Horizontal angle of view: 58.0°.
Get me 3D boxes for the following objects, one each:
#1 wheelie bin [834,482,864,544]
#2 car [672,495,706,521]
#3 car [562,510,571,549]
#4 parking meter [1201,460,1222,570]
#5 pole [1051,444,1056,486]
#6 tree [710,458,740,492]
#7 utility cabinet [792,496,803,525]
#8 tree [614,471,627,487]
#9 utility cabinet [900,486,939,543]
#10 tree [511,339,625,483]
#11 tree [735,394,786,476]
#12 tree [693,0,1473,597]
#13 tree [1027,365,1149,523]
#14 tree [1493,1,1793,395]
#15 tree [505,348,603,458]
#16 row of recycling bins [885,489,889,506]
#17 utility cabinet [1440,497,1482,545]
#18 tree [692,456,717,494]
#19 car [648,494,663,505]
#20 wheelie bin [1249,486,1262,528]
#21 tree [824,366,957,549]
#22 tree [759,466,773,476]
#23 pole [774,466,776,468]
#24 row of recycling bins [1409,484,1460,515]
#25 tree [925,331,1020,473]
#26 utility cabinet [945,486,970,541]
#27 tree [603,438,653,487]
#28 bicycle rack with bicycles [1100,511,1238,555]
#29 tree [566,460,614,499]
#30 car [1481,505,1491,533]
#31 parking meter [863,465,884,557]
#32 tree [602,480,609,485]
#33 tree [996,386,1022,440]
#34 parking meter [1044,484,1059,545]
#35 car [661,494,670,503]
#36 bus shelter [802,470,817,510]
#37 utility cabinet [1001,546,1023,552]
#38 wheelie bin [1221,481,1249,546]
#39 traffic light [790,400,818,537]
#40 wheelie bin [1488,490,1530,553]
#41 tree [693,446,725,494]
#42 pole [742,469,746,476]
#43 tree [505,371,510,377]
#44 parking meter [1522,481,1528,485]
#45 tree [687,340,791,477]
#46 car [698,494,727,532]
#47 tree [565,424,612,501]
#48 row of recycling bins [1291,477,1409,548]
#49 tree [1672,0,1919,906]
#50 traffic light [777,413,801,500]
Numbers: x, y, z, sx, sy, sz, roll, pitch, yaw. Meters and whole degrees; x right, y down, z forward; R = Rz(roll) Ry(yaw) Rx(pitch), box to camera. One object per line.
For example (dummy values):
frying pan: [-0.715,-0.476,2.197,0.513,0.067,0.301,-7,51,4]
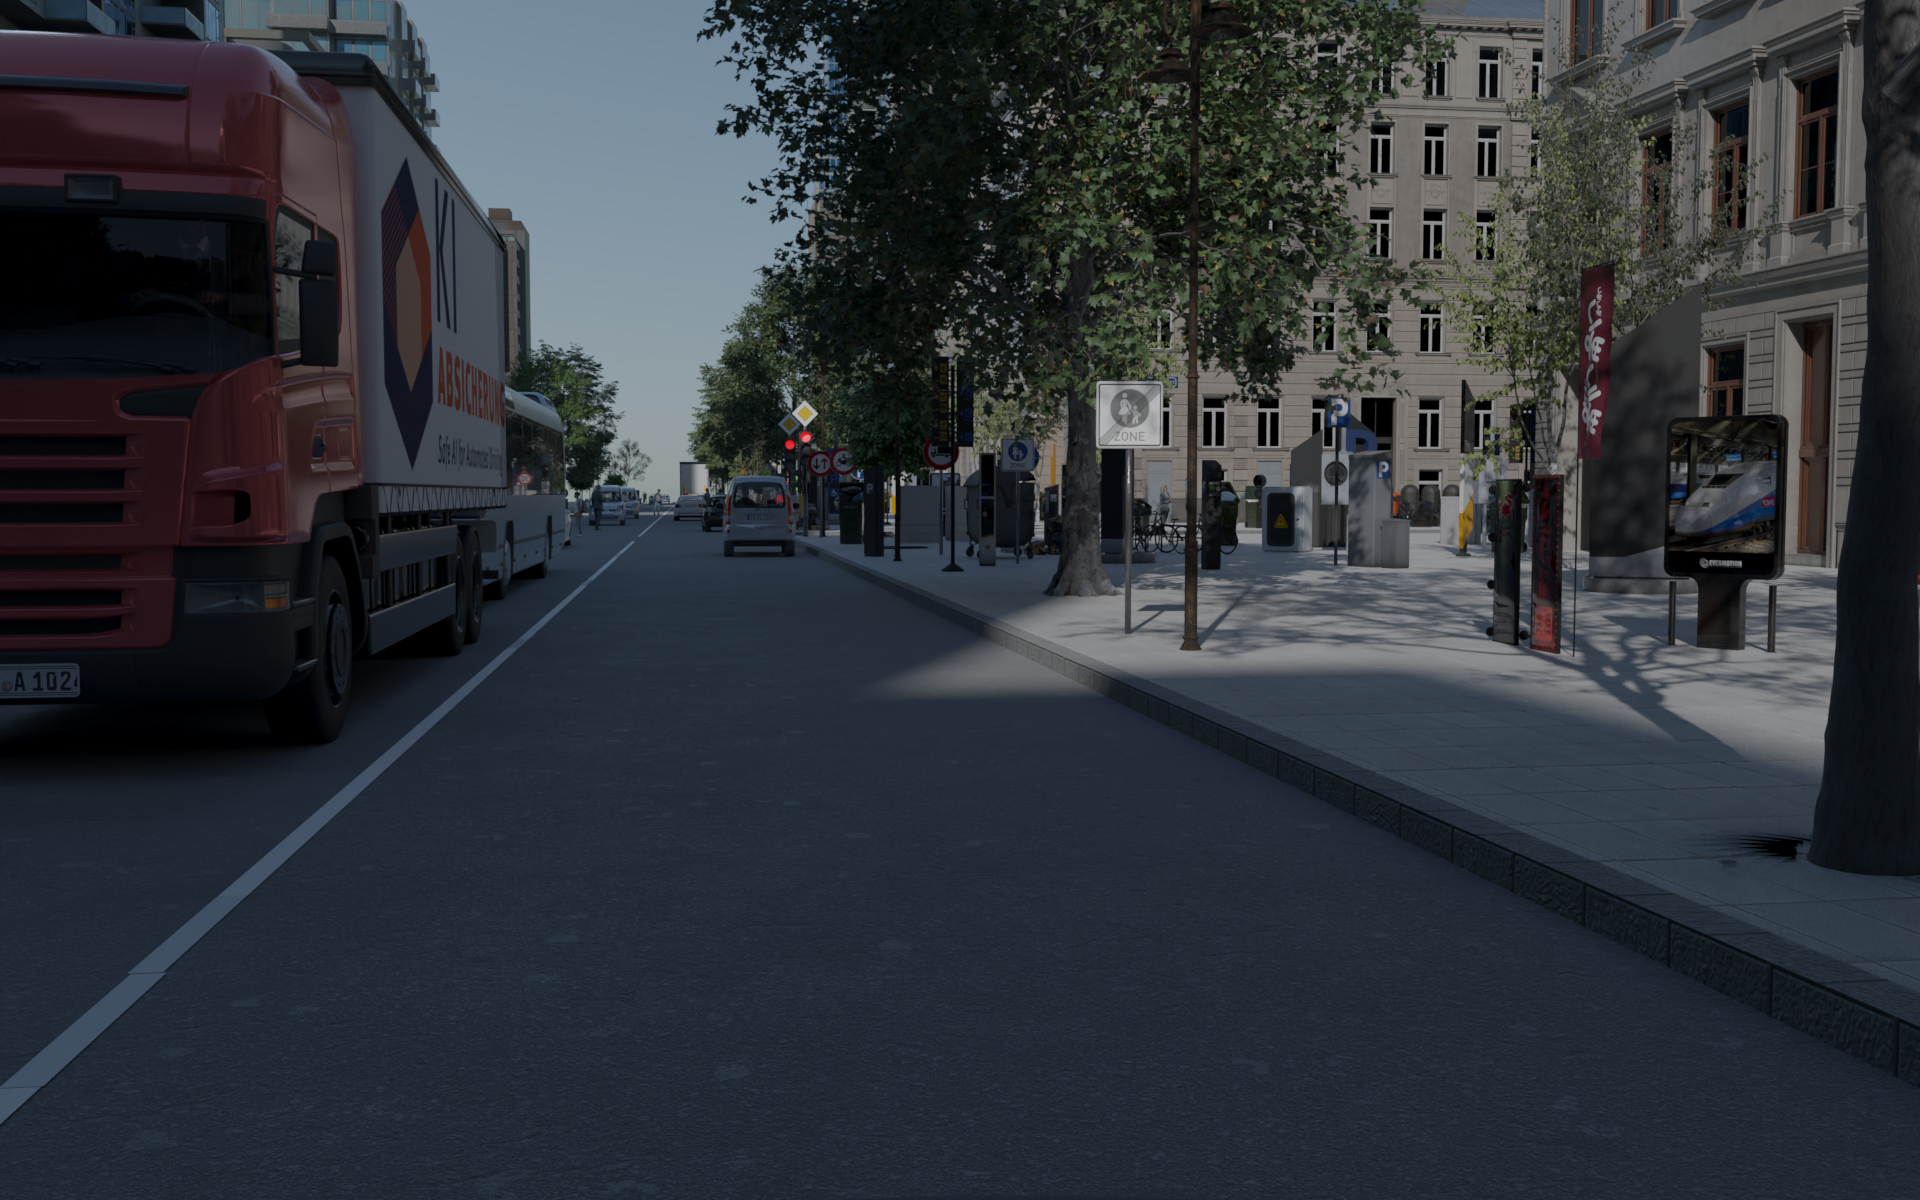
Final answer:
wheelie bin: [-2.755,-2.237,44.482,0.980,1.594,0.693,0,4,2]
car: [-14.576,-4.992,93.980,2.083,1.381,4.827,0,4,-8]
car: [-11.553,-2.108,46.824,2.083,1.381,4.827,-1,4,-9]
parking meter: [4.279,-1.454,29.484,0.255,1.863,0.399,-1,4,-9]
pole: [3.805,-4.702,70.728,0.158,3.312,0.155,0,3,0]
tree: [-36.132,-18.748,256.894,4.737,8.622,4.395,0,3,0]
utility cabinet: [-7.012,-3.724,72.056,1.020,1.237,0.306,-2,4,-35]
tree: [-48.675,-15.927,244.125,4.285,4.588,4.351,0,3,0]
utility cabinet: [-1.056,-2.227,45.092,1.173,1.500,0.318,-1,4,-13]
tree: [-32.950,-14.494,143.626,9.857,13.997,8.962,0,3,0]
tree: [-12.372,-9.478,105.320,4.360,8.622,3.978,0,3,0]
tree: [1.490,-6.412,21.851,9.611,12.733,9.660,0,3,0]
tree: [5.123,-6.952,64.022,4.360,8.622,3.978,0,3,0]
tree: [9.897,-4.642,26.262,4.360,8.622,3.978,0,3,0]
tree: [-29.734,-12.151,124.430,9.928,11.665,9.643,0,3,0]
row of recycling bins: [-3.994,-6.873,119.491,3.534,1.692,1.069,1,4,13]
utility cabinet: [12.860,-2.037,44.460,0.306,1.237,1.020,-3,5,-44]
tree: [-39.484,-21.730,281.047,9.928,11.665,9.643,0,3,0]
car: [-40.966,-13.507,232.848,2.014,1.417,4.499,-1,4,-9]
wheelie bin: [11.141,-3.542,65.827,0.980,1.594,0.693,1,4,14]
tree: [-1.544,-3.499,40.916,4.285,4.588,4.351,0,3,0]
tree: [-12.234,-7.100,110.681,1.663,3.219,1.824,0,3,0]
pole: [-13.189,-7.953,123.872,0.158,3.312,0.155,0,3,0]
row of recycling bins: [20.411,-4.048,73.297,3.534,1.692,1.069,2,4,26]
tree: [0.863,-7.439,71.997,4.737,8.622,4.395,0,3,0]
utility cabinet: [0.147,-2.360,47.263,1.173,1.500,0.318,-3,4,-37]
tree: [-54.562,-21.289,282.485,8.767,10.594,7.601,-2,4,-24]
bicycle rack with bicycles: [4.172,-1.456,37.188,2.852,0.926,2.925,-2,4,-30]
tree: [-36.608,-11.215,167.075,4.285,4.588,4.351,0,3,0]
car: [19.247,-2.925,59.616,4.920,1.459,2.131,0,4,-7]
parking meter: [-1.771,-1.822,35.504,0.399,1.863,0.255,3,5,41]
tree: [-47.043,-14.363,229.429,1.663,3.219,1.824,0,3,0]
tree: [3.398,-7.773,77.451,4.360,8.622,3.978,0,3,0]
parking meter: [2.286,-2.136,43.340,0.372,1.533,0.369,0,3,0]
car: [-47.268,-16.201,276.892,2.014,1.417,4.499,-1,4,-11]
bus shelter: [-7.819,-6.249,93.460,1.731,3.624,6.357,-1,4,-9]
utility cabinet: [1.146,-1.822,38.463,0.318,1.500,1.173,1,4,12]
wheelie bin: [6.506,-2.144,42.968,0.693,1.594,0.980,-2,4,-32]
traffic light: [-4.668,-3.860,52.035,0.839,4.253,0.868,-1,4,-9]
wheelie bin: [11.953,-1.832,37.853,0.980,1.594,0.693,-2,4,-32]
tree: [-27.434,-16.380,202.219,8.767,10.594,7.601,0,4,6]
pole: [-13.538,-7.017,108.572,0.158,3.312,0.155,0,3,0]
tree: [-24.931,-8.439,88.340,4.737,8.622,4.395,0,3,0]
parking meter: [24.771,-4.306,76.118,0.255,1.863,0.399,0,4,0]
tree: [-16.202,-12.800,127.408,7.486,12.596,7.792,0,3,0]
car: [-9.056,-3.489,66.830,2.009,1.686,4.222,-1,4,-10]
tree: [-38.713,-13.910,177.782,4.737,8.622,4.395,0,3,0]
row of recycling bins: [9.463,-2.170,42.597,3.534,1.692,1.069,-3,5,-40]
tree: [3.204,-5.815,5.444,12.009,13.543,11.850,0,3,0]
traffic light: [-5.912,-4.343,59.923,0.839,4.253,0.868,-1,4,-9]
